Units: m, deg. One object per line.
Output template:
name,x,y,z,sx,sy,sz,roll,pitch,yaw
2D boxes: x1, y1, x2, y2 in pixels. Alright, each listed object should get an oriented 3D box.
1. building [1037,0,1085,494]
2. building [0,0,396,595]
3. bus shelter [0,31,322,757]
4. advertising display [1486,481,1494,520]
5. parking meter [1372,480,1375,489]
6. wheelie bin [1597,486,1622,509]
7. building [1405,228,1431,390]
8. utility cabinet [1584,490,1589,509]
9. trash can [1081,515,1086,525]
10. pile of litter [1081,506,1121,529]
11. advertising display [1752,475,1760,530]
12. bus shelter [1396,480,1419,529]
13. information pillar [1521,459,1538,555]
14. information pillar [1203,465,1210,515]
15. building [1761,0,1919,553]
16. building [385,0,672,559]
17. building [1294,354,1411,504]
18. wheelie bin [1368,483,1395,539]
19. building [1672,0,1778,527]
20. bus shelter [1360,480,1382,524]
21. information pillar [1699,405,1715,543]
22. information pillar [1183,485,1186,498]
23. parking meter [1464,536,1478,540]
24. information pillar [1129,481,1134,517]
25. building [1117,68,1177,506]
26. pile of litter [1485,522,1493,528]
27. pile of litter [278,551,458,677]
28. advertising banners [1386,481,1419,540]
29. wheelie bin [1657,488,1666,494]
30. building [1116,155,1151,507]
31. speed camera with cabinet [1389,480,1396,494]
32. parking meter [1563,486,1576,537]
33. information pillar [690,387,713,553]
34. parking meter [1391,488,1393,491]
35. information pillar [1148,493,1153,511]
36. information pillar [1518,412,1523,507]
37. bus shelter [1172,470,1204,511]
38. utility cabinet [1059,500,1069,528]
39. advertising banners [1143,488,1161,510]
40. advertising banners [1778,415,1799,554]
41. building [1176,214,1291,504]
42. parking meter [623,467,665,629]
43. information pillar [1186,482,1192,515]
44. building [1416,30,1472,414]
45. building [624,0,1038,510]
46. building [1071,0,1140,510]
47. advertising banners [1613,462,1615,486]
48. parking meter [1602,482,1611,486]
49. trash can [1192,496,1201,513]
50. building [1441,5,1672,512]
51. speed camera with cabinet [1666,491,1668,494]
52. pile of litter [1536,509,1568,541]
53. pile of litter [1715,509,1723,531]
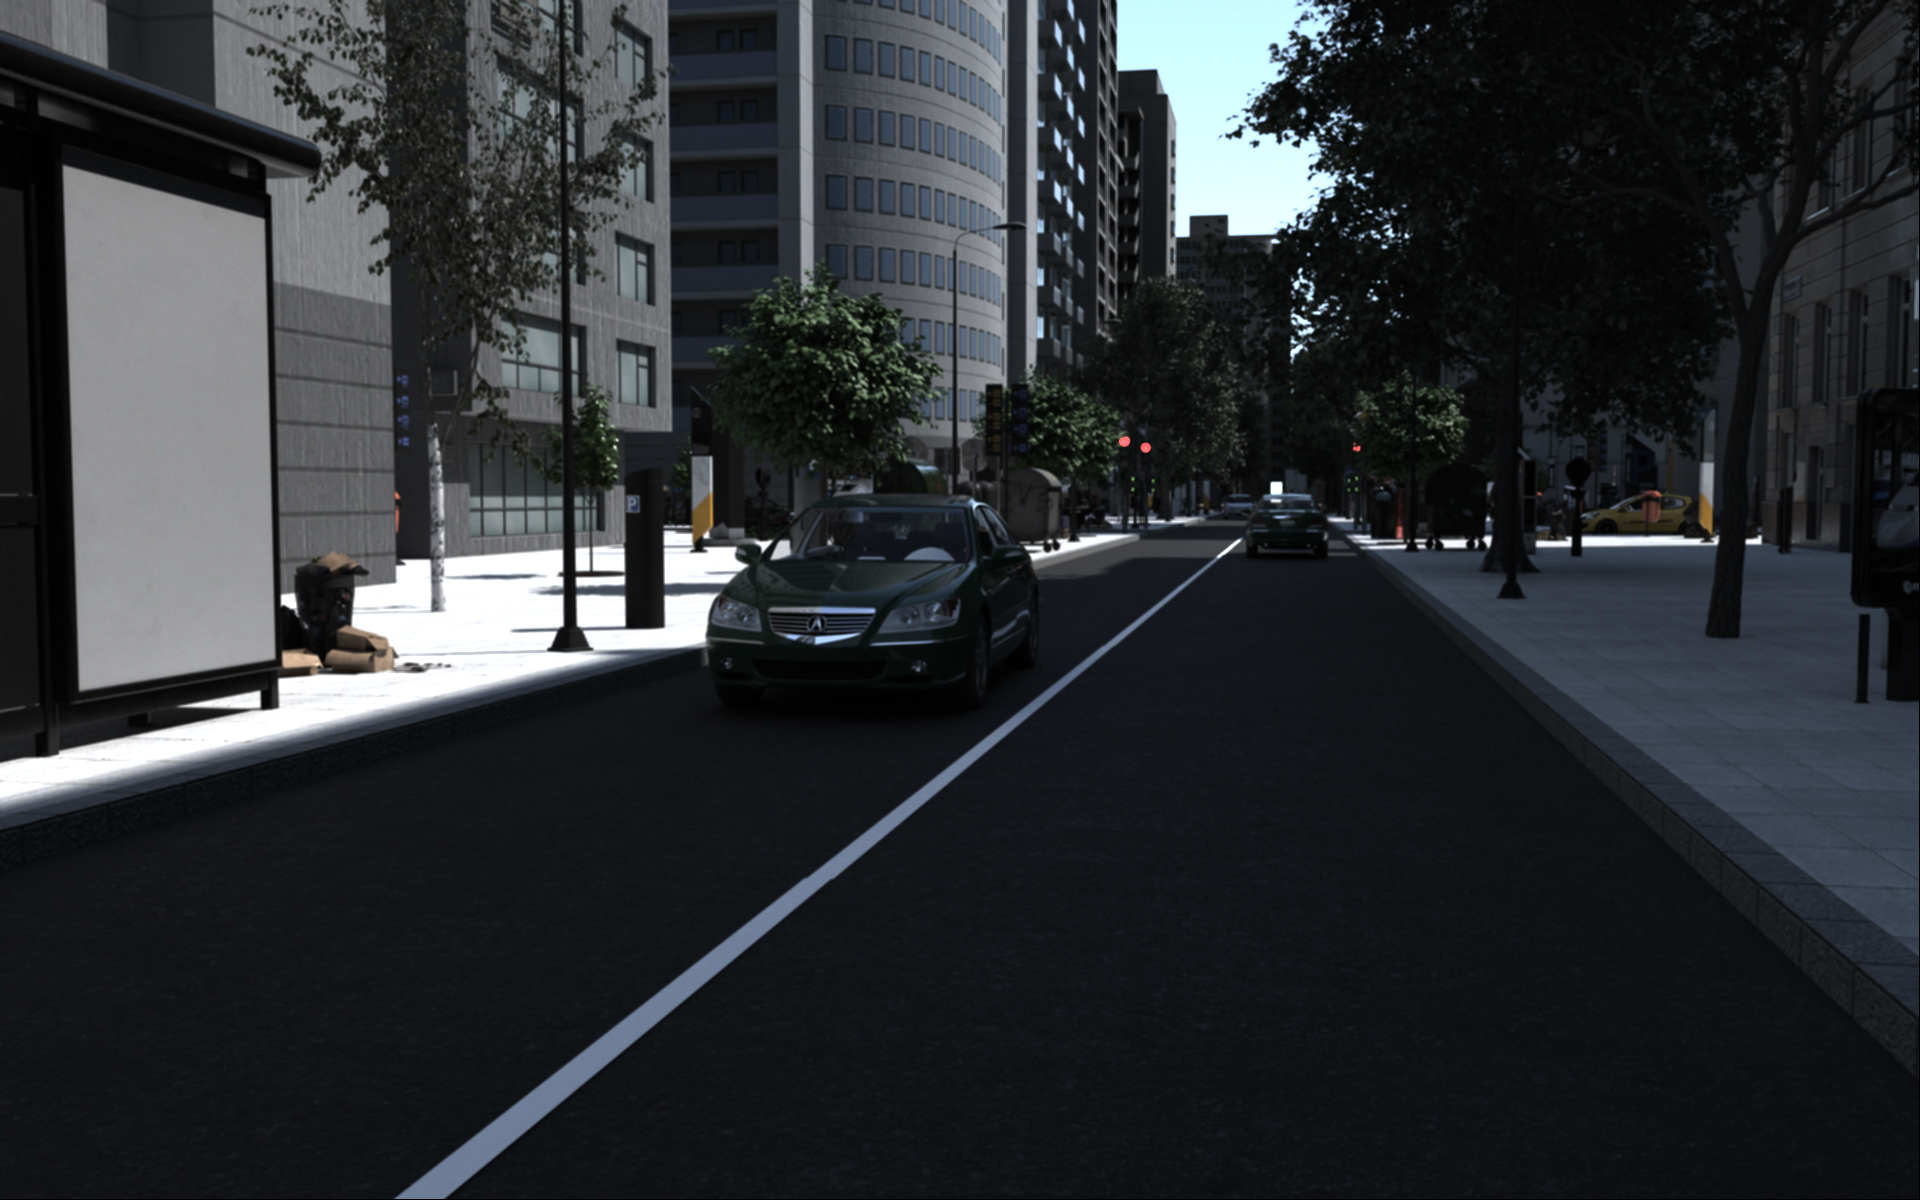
building,-3.122,-30.876,124.437,23.786,49.044,30.456,1,4,11
building,-21.075,-28.710,11.414,21.231,58.520,28.212,1,4,11
bus shelter,-5.659,-1.745,6.167,2.179,5.291,8.768,1,4,11
advertising display,26.636,-4.965,86.398,0.974,1.923,0.123,-1,4,-14
parking meter,17.066,-3.983,70.833,0.399,1.863,0.255,-3,5,-42
wheelie bin,25.607,-3.689,68.223,0.980,1.594,0.693,0,4,-8
building,58.599,-34.423,182.420,23.786,49.044,30.456,1,4,11
utility cabinet,36.674,-5.689,101.692,0.318,1.500,1.173,1,4,11
trash can,4.722,-3.517,69.159,0.748,1.137,0.748,0,3,0
pile of litter,5.122,-3.056,63.929,1.719,0.858,1.176,3,4,36
advertising display,27.589,-3.353,60.038,0.123,1.923,0.974,1,4,19
bus shelter,16.968,-4.484,64.595,1.731,3.624,6.357,1,4,11
information pillar,12.076,-1.975,36.781,0.304,2.012,0.304,1,4,12
information pillar,15.082,-7.005,105.889,0.504,3.616,0.183,-3,5,-42
building,23.685,-14.261,30.429,12.463,27.353,25.104,1,4,11
building,-14.924,-21.832,40.549,14.086,41.232,14.154,1,4,11
building,60.382,-23.997,237.384,28.899,21.520,27.650,1,4,11
wheelie bin,12.197,-2.573,49.971,0.693,1.594,0.980,-1,4,-14
building,42.900,-27.525,73.730,21.600,48.544,21.300,1,4,11
bus shelter,19.174,-6.186,78.773,2.179,5.291,8.768,1,4,11
information pillar,19.694,-3.321,45.646,0.504,3.616,0.183,-2,4,-33
information pillar,14.183,-7.170,108.580,0.504,3.616,0.183,3,4,37
parking meter,14.391,-2.633,48.760,0.399,1.863,0.255,1,4,10
information pillar,9.585,-5.655,96.951,0.304,2.012,0.304,-1,4,-19
building,13.248,-35.064,196.989,21.600,48.544,21.300,1,4,11
pile of litter,20.438,-3.112,64.845,1.719,0.858,1.176,2,4,29
pile of litter,-4.636,0.083,12.601,1.719,0.858,1.176,1,4,9
advertising banners,12.281,-3.189,48.329,0.090,3.025,2.074,3,5,42
wheelie bin,35.803,-4.945,88.763,0.980,1.594,0.693,2,4,35
building,2.870,-29.478,173.841,32.217,40.220,23.993,1,4,11
speed camera with cabinet,18.250,-4.826,73.246,0.660,3.252,2.038,0,4,4
parking meter,18.373,-2.676,52.161,0.372,1.533,0.369,0,3,0
information pillar,-5.665,-2.850,37.948,0.504,3.616,0.183,1,4,23
parking meter,17.243,-3.752,69.753,0.372,1.533,0.369,0,3,0
information pillar,14.027,-8.353,127.931,0.504,3.616,0.183,1,4,13
information pillar,13.333,-3.083,41.765,0.504,3.616,0.183,-2,4,-27
bus shelter,14.725,-7.256,112.552,2.014,3.302,5.546,1,4,11
utility cabinet,3.734,-3.321,65.457,1.020,1.237,0.306,1,4,13
advertising banners,15.344,-8.626,137.229,2.074,3.025,0.090,-1,4,-23
advertising banners,18.114,-2.546,37.818,0.090,3.025,2.074,2,4,34
building,34.819,-33.762,243.895,23.993,40.220,32.217,1,4,11
parking meter,-3.023,-0.500,16.588,0.372,1.533,0.369,0,3,0
information pillar,13.809,-6.120,104.555,0.304,2.012,0.304,1,4,23
building,52.391,-30.518,153.595,22.147,44.769,28.867,1,4,11
building,-8.523,-33.348,87.234,21.231,58.520,28.212,1,4,11
building,5.134,-43.519,149.782,20.563,71.187,20.611,1,4,11
advertising banners,36.374,-6.102,95.958,0.090,3.025,2.074,2,4,31
parking meter,31.579,-4.824,84.587,0.399,1.863,0.255,3,4,38
trash can,15.885,-6.426,116.718,0.748,1.137,0.748,0,3,0
building,47.828,-32.317,117.625,28.713,52.752,27.495,1,4,11
speed camera with cabinet,43.368,-6.719,104.197,2.038,3.252,0.660,0,4,7
pile of litter,16.279,-2.079,47.957,1.176,0.858,1.719,2,4,31
pile of litter,28.674,-3.068,64.123,1.176,0.858,1.719,1,4,11
